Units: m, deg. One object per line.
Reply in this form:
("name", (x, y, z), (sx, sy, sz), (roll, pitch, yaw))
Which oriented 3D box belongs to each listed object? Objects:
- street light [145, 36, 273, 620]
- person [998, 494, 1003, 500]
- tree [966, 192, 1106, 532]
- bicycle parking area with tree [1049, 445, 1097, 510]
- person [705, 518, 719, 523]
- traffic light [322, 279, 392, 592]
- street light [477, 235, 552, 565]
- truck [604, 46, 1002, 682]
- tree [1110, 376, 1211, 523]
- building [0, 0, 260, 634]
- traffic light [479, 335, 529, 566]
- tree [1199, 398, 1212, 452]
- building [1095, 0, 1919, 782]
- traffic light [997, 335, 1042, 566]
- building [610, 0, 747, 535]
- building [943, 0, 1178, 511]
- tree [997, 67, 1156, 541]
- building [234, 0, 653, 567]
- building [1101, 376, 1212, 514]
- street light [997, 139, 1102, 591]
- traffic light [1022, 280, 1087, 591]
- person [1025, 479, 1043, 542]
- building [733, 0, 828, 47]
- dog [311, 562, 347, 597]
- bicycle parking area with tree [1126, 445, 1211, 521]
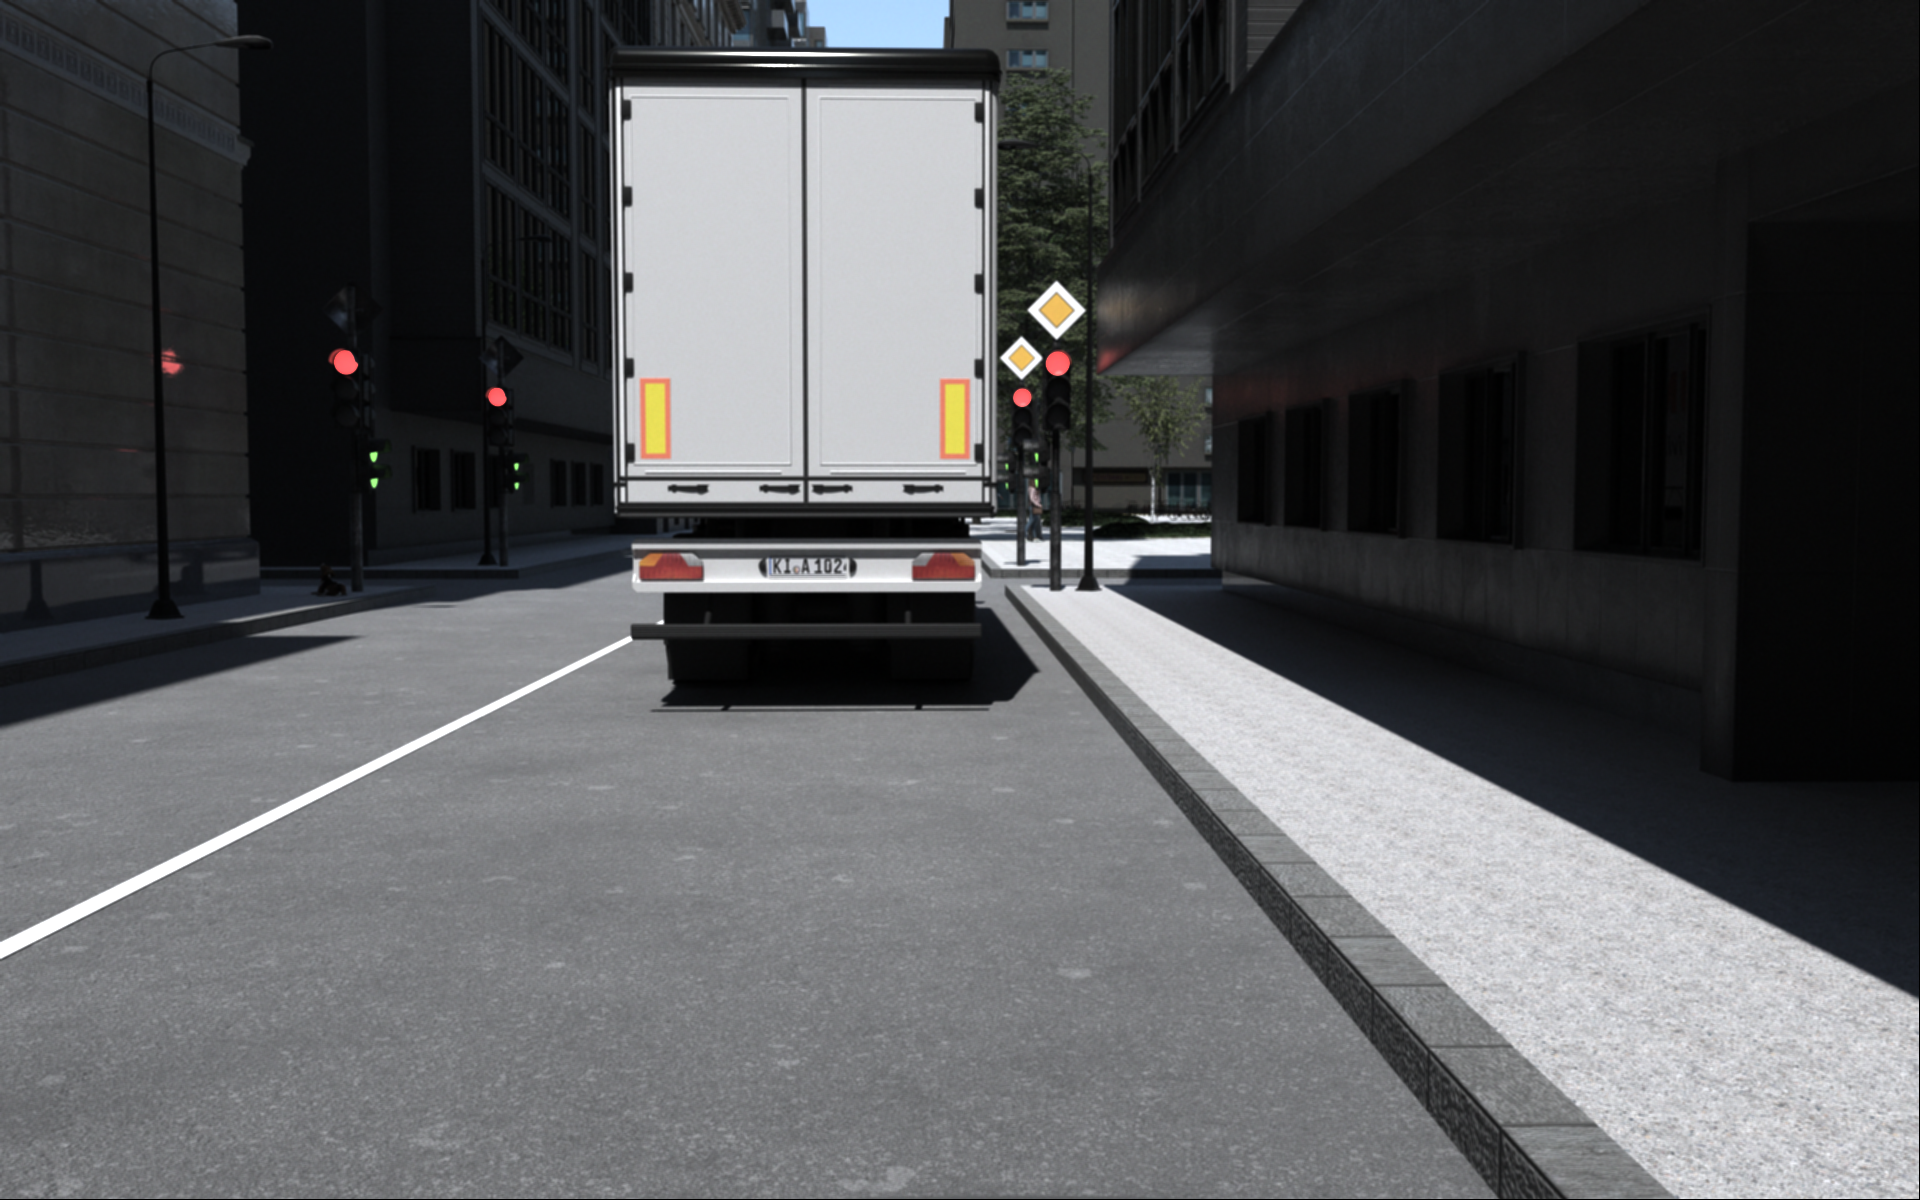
("street light", (-7.671, -2.763, 17.711), (1.470, 5.913, 1.316), (0, 4, -1))
("person", (2.024, -6.236, 107.984), (1.348, 1.826, 0.705), (-1, 4, -12))
("tree", (1.973, -8.099, 58.173), (9.928, 11.665, 9.643), (0, 3, 0))
("bicycle parking area with tree", (9.109, -6.971, 100.980), (8.231, 4.147, 9.016), (0, 4, 7))
("person", (-5.157, -1.675, 35.700), (0.655, 1.846, 0.447), (3, 5, 39))
("traffic light", (-7.910, -2.064, 22.664), (0.839, 4.253, 0.868), (0, 4, -1))
("street light", (-8.008, -3.587, 31.182), (1.470, 5.913, 1.316), (0, 4, -1))
("truck", (-1.165, -1.687, 16.502), (2.839, 4.237, 11.283), (0, 4, -2))
("tree", (8.715, -7.683, 75.980), (4.737, 8.622, 4.395), (0, 3, 0))
("building", (-18.540, -14.005, 14.881), (20.117, 28.700, 13.634), (0, 4, -1))
("traffic light", (-8.085, -2.552, 30.647), (0.839, 4.253, 0.868), (0, 4, -1))
("tree", (16.701, -9.376, 103.666), (4.360, 8.622, 3.978), (0, 3, 0))
("building", (9.163, -11.538, 7.708), (14.314, 24.678, 30.058), (0, 4, -1))
("traffic light", (1.073, -2.565, 30.864), (0.839, 4.253, 0.868), (0, 4, -1))
("building", (-15.517, -16.440, 66.065), (12.463, 27.353, 25.104), (0, 4, -1))
("building", (8.997, -33.470, 170.938), (21.300, 48.544, 21.600), (0, 4, -1))
("tree", (1.843, -7.855, 46.556), (7.486, 12.596, 7.792), (0, 3, 0))
("building", (-16.019, -15.164, 41.442), (14.314, 27.812, 24.014), (0, 4, -1))
("building", (10.079, -30.337, 119.705), (21.300, 48.544, 21.600), (0, 4, -1))
("street light", (1.170, -3.078, 22.866), (1.470, 5.913, 1.316), (0, 4, -1))
("traffic light", (1.249, -2.077, 22.881), (0.839, 4.253, 0.868), (0, 4, -1))
("person", (1.906, -2.423, 46.246), (0.643, 1.750, 0.593), (0, 4, -7))
("building", (-27.000, -33.588, 168.779), (30.456, 49.044, 23.786), (0, 4, -1))
("dog", (-8.022, -0.255, 21.898), (0.550, 0.427, 0.748), (0, 4, -4))
("bicycle parking area with tree", (14.131, -5.962, 84.480), (8.231, 4.147, 9.016), (-3, 5, -40))
